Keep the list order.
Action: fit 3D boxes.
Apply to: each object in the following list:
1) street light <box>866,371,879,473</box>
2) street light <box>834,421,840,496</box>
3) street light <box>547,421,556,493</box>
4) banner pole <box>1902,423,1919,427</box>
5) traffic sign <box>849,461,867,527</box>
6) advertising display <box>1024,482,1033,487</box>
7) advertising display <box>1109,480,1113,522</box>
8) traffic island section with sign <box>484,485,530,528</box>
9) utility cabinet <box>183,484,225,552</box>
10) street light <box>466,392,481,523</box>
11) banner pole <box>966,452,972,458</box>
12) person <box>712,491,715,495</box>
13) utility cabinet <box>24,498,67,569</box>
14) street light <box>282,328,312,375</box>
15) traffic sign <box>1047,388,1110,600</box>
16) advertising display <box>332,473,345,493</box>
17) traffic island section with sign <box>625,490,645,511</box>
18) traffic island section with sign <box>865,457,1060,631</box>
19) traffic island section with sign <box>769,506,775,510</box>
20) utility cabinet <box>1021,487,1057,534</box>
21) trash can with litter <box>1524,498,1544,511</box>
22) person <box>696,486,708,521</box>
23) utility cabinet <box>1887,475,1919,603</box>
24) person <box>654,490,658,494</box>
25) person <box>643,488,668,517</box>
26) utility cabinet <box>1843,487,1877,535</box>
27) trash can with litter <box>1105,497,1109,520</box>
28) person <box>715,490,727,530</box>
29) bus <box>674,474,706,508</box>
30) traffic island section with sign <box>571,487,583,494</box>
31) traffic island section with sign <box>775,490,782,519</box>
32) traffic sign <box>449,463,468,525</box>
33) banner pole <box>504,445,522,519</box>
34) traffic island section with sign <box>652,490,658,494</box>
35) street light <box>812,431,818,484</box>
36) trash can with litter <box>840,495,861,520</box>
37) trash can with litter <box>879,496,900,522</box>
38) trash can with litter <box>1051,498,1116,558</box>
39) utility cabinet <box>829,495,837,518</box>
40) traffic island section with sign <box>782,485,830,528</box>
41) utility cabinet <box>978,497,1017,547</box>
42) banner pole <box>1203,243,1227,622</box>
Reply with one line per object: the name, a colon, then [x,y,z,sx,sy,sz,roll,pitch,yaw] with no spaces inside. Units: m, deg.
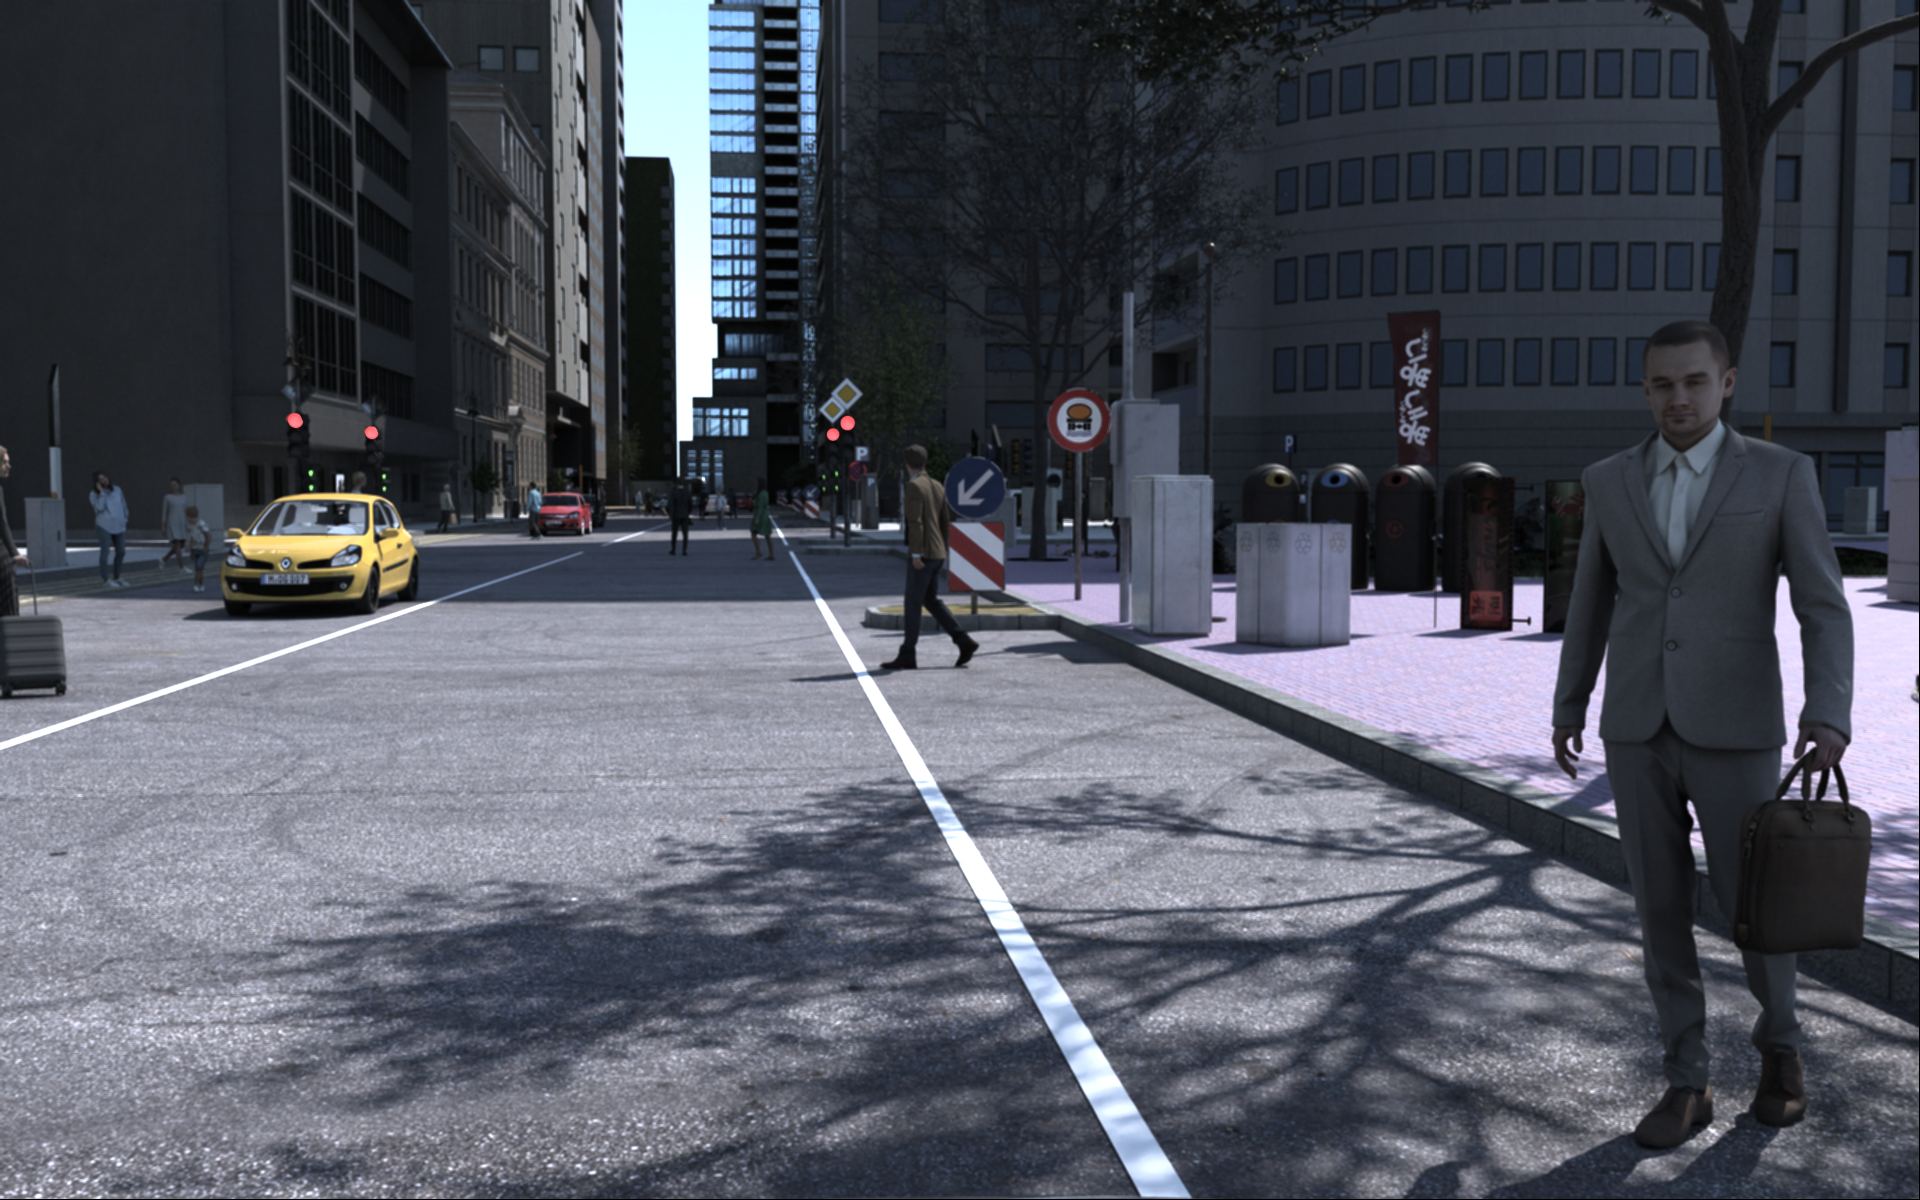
street light: [-3.285,-5.633,64.887,0.468,5.910,1.993,0,4,-7]
street light: [-6.769,-7.416,94.046,0.468,5.910,1.993,0,4,-7]
street light: [-25.180,-8.211,107.033,0.468,5.910,1.993,0,4,-7]
banner pole: [29.406,-3.874,53.359,0.863,3.779,0.401,3,5,41]
traffic sign: [-4.002,-4.114,67.371,0.768,2.556,0.104,0,4,-3]
advertising display: [3.597,-5.231,90.745,0.123,1.923,0.974,-1,4,-21]
advertising display: [6.879,-4.504,78.848,0.123,1.923,0.974,0,4,2]
traffic island section with sign: [-18.874,-3.930,72.884,1.989,1.847,2.006,0,4,-7]
utility cabinet: [-16.795,-1.821,38.451,0.318,1.500,1.173,0,4,5]
street light: [-21.732,-6.402,77.462,0.468,5.910,1.993,0,4,-7]
banner pole: [0.556,-6.124,90.148,0.401,3.779,0.863,3,5,39]
person: [-27.369,-11.263,192.607,0.705,1.831,1.348,-1,4,-10]
utility cabinet: [-15.854,-1.156,30.060,0.306,1.237,1.020,0,4,-7]
street light: [-18.429,-4.617,48.276,0.468,5.910,1.993,0,4,-7]
traffic sign: [1.432,-1.273,20.921,0.768,2.556,0.104,0,4,-2]
advertising display: [-18.836,-2.894,52.535,0.123,1.923,0.974,0,4,-4]
traffic island section with sign: [-27.871,-8.617,149.516,1.989,1.847,2.006,0,4,-7]
traffic island section with sign: [-0.031,-0.641,19.105,1.989,1.847,2.006,0,4,-7]
traffic island section with sign: [-15.509,-8.721,151.208,1.989,1.847,2.006,0,4,-7]
utility cabinet: [2.504,-2.811,54.641,1.173,1.500,0.318,3,4,38]
trash can with litter: [16.964,-2.490,52.096,1.055,1.170,0.624,0,4,-7]
person: [-13.890,-5.203,93.350,0.659,1.850,0.755,0,4,-7]
utility cabinet: [11.248,-0.698,20.094,0.318,1.500,1.173,0,4,-1]
person: [-29.268,-9.677,166.659,1.348,1.831,0.705,1,4,21]
person: [-19.412,-6.196,110.020,1.509,1.804,0.699,1,4,14]
utility cabinet: [28.184,-2.788,54.257,0.318,1.500,1.173,0,4,-7]
trash can with litter: [7.455,-4.569,86.097,1.055,1.170,0.624,3,4,36]
person: [-9.542,-3.579,68.834,0.589,1.601,0.330,3,5,40]
bus: [-28.017,-11.361,180.615,2.948,3.499,13.247,0,4,-6]
traffic island section with sign: [-22.046,-5.580,99.860,1.989,1.847,2.006,0,4,-7]
traffic island section with sign: [-9.642,-5.655,101.092,1.989,1.847,2.006,0,4,-7]
traffic sign: [-20.761,-4.380,71.722,0.768,2.556,0.104,0,4,-4]
banner pole: [-22.880,-6.032,88.633,0.863,3.779,0.401,-1,4,-21]
traffic island section with sign: [-31.006,-10.255,176.289,1.989,1.847,2.006,0,4,-7]
street light: [-10.322,-9.222,123.559,0.468,5.910,1.993,0,4,-7]
trash can with litter: [-5.374,-4.696,87.837,2.233,1.210,1.678,-3,5,-44]
trash can with litter: [-3.008,-4.176,79.339,2.233,1.210,1.678,-1,4,-12]
trash can with litter: [2.566,-1.500,35.588,1.678,1.210,2.233,-2,4,-25]
utility cabinet: [-6.754,-4.964,92.327,0.306,1.237,1.020,-1,4,-11]
traffic island section with sign: [-6.491,-4.018,74.321,1.989,1.847,2.006,0,4,-7]
utility cabinet: [0.834,-1.874,41.800,1.020,1.237,0.306,1,4,15]
banner pole: [2.513,-1.689,17.628,0.401,3.779,0.863,0,4,4]
